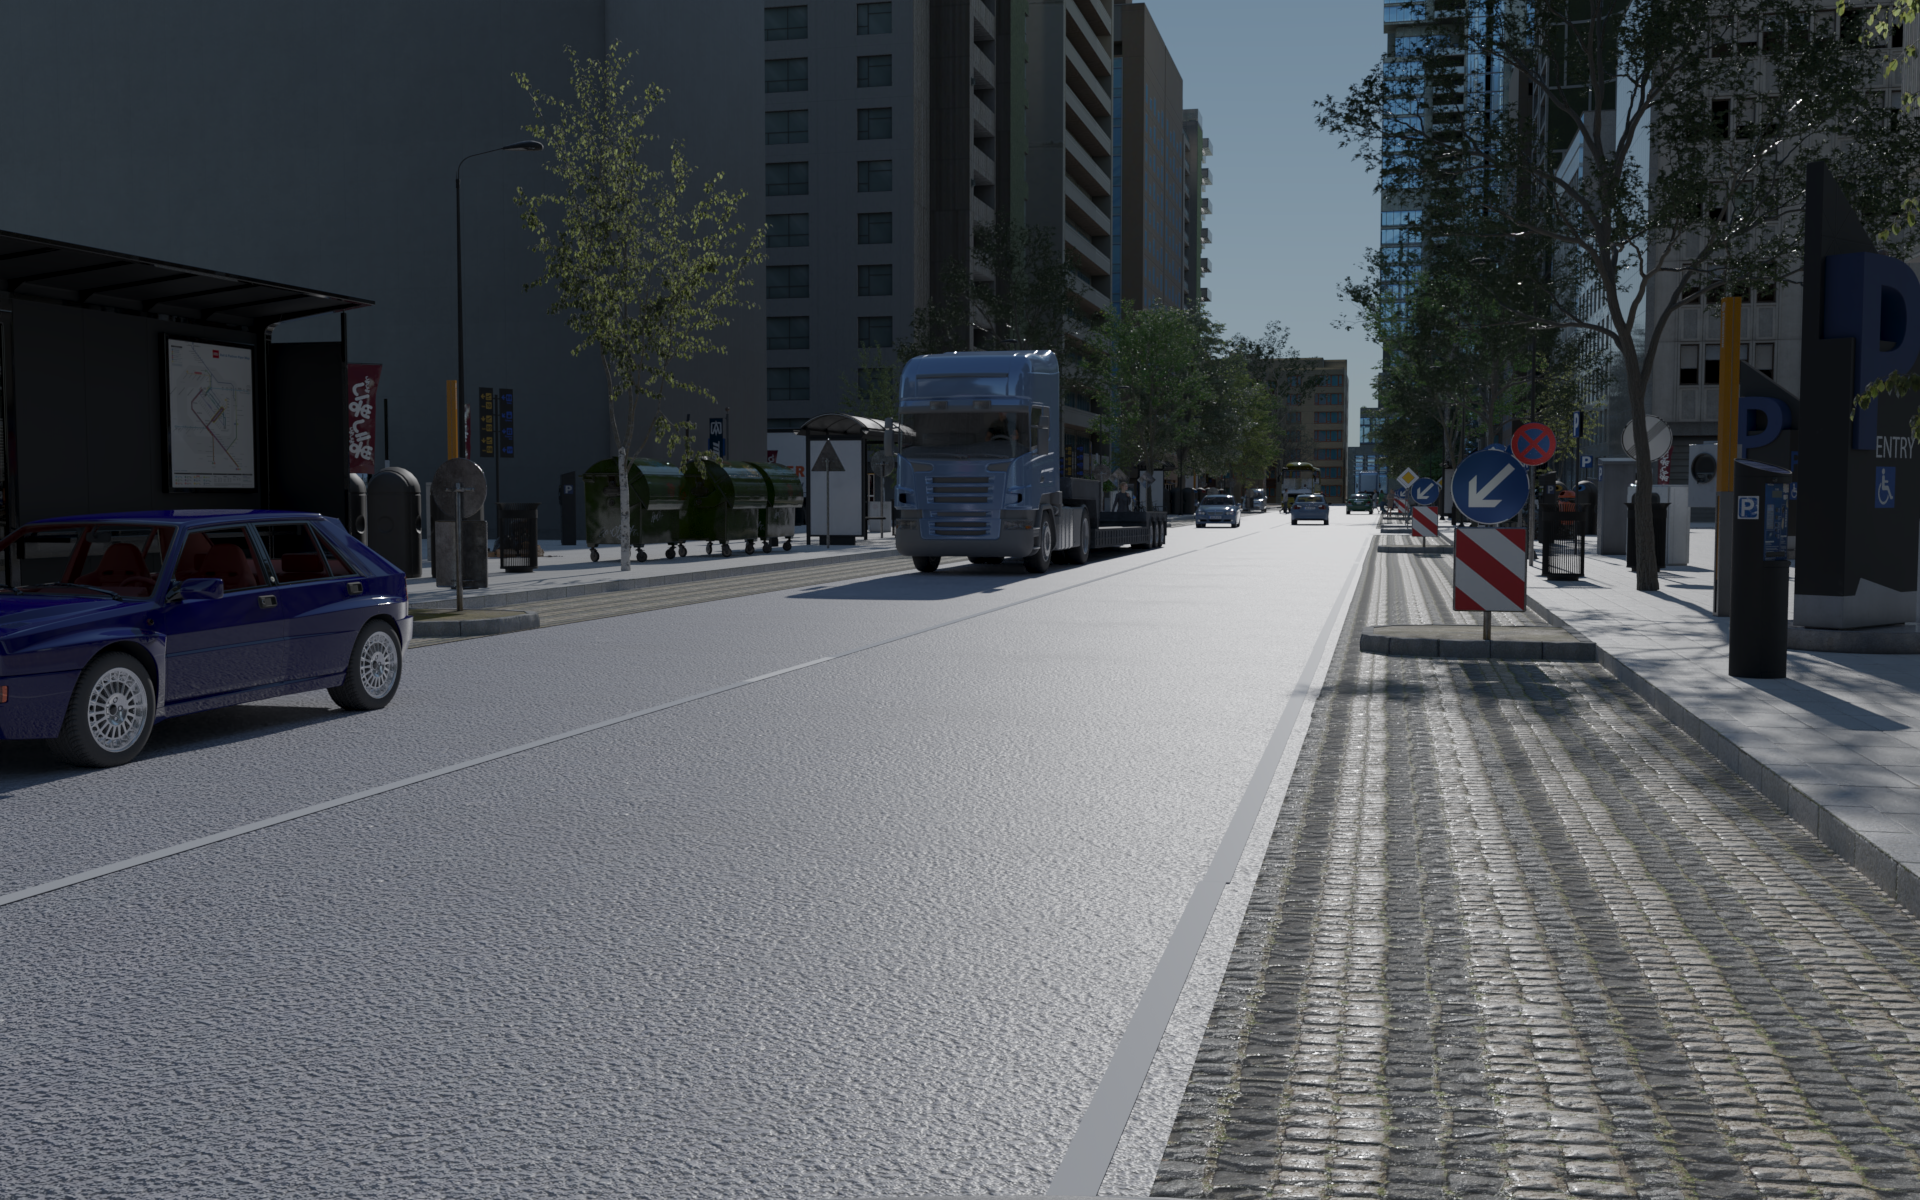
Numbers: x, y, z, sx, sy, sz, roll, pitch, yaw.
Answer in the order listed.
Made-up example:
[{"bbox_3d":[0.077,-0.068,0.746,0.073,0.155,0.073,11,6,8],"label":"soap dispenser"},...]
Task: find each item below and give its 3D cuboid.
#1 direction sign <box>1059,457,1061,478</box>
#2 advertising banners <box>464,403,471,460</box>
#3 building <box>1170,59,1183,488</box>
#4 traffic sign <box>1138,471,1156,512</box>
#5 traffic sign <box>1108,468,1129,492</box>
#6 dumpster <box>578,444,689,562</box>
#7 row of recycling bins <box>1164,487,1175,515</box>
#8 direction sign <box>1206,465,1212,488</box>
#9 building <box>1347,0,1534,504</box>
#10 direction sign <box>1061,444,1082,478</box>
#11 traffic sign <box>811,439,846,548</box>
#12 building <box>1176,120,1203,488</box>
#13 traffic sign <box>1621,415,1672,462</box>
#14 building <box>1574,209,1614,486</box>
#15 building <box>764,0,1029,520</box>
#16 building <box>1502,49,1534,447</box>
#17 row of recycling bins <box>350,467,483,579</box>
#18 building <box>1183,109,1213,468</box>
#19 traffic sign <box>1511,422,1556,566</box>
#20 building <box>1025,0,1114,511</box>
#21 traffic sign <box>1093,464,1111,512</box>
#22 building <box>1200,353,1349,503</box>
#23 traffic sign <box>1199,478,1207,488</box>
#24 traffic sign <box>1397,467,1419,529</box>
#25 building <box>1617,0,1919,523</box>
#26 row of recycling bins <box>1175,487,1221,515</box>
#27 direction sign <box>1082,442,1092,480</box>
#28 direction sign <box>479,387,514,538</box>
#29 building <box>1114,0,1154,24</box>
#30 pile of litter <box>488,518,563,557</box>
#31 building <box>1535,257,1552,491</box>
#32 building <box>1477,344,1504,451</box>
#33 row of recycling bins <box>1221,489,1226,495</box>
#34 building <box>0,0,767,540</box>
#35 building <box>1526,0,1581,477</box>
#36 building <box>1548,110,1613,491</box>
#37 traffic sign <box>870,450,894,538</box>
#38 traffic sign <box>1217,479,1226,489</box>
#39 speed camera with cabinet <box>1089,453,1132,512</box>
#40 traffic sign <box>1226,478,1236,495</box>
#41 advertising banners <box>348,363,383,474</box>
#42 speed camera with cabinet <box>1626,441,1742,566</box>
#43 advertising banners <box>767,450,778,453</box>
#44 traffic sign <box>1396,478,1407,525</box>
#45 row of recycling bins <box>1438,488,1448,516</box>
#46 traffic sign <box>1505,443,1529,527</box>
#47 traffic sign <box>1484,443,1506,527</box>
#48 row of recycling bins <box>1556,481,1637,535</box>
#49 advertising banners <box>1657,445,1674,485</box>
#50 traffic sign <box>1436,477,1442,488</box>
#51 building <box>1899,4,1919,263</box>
[{"bbox_3d":[5.942,-6.938,105.427,0.876,3.537,0.379,-2,4,-32],"label":"direction sign"},{"bbox_3d":[-10.005,-2.319,34.111,0.090,3.025,2.074,-3,4,-36],"label":"advertising banners"},{"bbox_3d":[14.280,-31.929,172.154,14.600,45.320,14.200,1,4,14],"label":"building"},{"bbox_3d":[8.007,-4.328,74.407,0.795,2.450,0.064,1,4,14],"label":"traffic sign"},{"bbox_3d":[6.093,-3.854,66.653,0.795,2.450,0.064,1,4,14],"label":"traffic sign"},{"bbox_3d":[-6.271,-1.884,33.291,1.502,2.255,1.985,1,4,14],"label":"dumpster"},{"bbox_3d":[12.584,-6.434,112.311,1.069,1.692,3.534,2,4,29],"label":"row of recycling bins"},{"bbox_3d":[17.902,-8.112,124.634,0.379,3.537,0.876,-1,4,-19],"label":"direction sign"},{"bbox_3d":[70.341,-56.713,239.931,31.000,86.520,22.319,1,4,14],"label":"building"},{"bbox_3d":[5.203,-5.322,79.008,0.876,3.537,0.379,1,4,17],"label":"direction sign"},{"bbox_3d":[-3.108,-2.493,40.761,0.884,2.594,0.081,1,4,21],"label":"traffic sign"},{"bbox_3d":[18.162,-30.732,186.067,14.154,41.232,14.086,1,4,14],"label":"building"},{"bbox_3d":[11.019,-1.697,27.857,0.768,2.556,0.104,1,4,16],"label":"traffic sign"},{"bbox_3d":[41.080,-14.845,97.468,10.420,20.320,16.860,1,4,14],"label":"building"},{"bbox_3d":[-4.641,-19.578,91.807,14.160,30.474,14.107,1,4,14],"label":"building"},{"bbox_3d":[61.407,-31.837,170.645,14.600,45.320,14.200,1,4,14],"label":"building"},{"bbox_3d":[-9.081,-1.194,26.633,3.534,1.692,1.069,0,4,1],"label":"row of recycling bins"},{"bbox_3d":[14.431,-35.983,207.935,30.456,49.044,23.786,1,4,14],"label":"building"},{"bbox_3d":[10.192,-1.879,30.829,0.768,2.556,0.104,1,4,18],"label":"traffic sign"},{"bbox_3d":[-1.140,-30.673,125.212,21.300,48.544,21.600,1,4,14],"label":"building"},{"bbox_3d":[6.072,-4.532,74.207,0.768,2.556,0.104,1,4,19],"label":"traffic sign"},{"bbox_3d":[41.542,-24.931,252.660,28.899,21.520,27.650,1,4,14],"label":"building"},{"bbox_3d":[18.972,-8.286,135.577,0.768,2.556,0.104,1,4,14],"label":"traffic sign"},{"bbox_3d":[16.570,-3.695,64.057,0.795,2.450,0.064,1,4,14],"label":"traffic sign"},{"bbox_3d":[41.421,-16.017,79.897,19.932,24.808,12.078,1,4,14],"label":"building"},{"bbox_3d":[16.132,-6.808,118.416,3.534,1.692,1.069,-3,5,-43],"label":"row of recycling bins"},{"bbox_3d":[5.663,-5.092,75.256,0.379,3.537,0.876,1,4,10],"label":"direction sign"},{"bbox_3d":[-9.903,-2.757,37.067,0.379,3.537,0.876,3,4,36],"label":"direction sign"},{"bbox_3d":[10.803,-31.066,158.045,14.600,45.320,14.200,1,4,14],"label":"building"},{"bbox_3d":[-9.016,-1.308,35.350,1.719,0.858,1.176,1,4,17],"label":"pile of litter"},{"bbox_3d":[51.100,-18.548,132.940,12.332,23.373,15.834,1,4,14],"label":"building"},{"bbox_3d":[72.182,-21.165,191.082,27.650,21.520,28.899,1,4,14],"label":"building"},{"bbox_3d":[21.453,-8.417,144.735,1.069,1.692,3.534,1,4,23],"label":"row of recycling bins"},{"bbox_3d":[-19.518,-16.102,56.768,24.014,27.812,14.314,1,4,14],"label":"building"},{"bbox_3d":[59.379,-43.641,151.790,20.563,71.187,20.611,1,4,14],"label":"building"},{"bbox_3d":[46.578,-18.192,115.467,12.078,24.808,19.932,1,4,14],"label":"building"},{"bbox_3d":[-2.264,-3.060,50.139,0.768,2.556,0.104,1,4,23],"label":"traffic sign"},{"bbox_3d":[22.412,-9.067,148.352,0.768,2.556,0.104,1,4,22],"label":"traffic sign"},{"bbox_3d":[7.331,-5.505,84.350,2.038,3.252,0.660,0,4,-2],"label":"speed camera with cabinet"},{"bbox_3d":[21.625,-8.450,138.267,0.768,2.556,0.104,1,4,15],"label":"traffic sign"},{"bbox_3d":[-8.650,-1.629,22.819,2.074,3.025,0.090,-2,4,-29],"label":"advertising banners"},{"bbox_3d":[12.886,-2.235,30.883,0.660,3.252,2.038,-2,4,-26],"label":"speed camera with cabinet"},{"bbox_3d":[-8.243,-4.445,68.857,2.074,3.025,0.090,0,4,6],"label":"advertising banners"},{"bbox_3d":[18.483,-4.169,71.810,0.795,2.450,0.064,1,4,14],"label":"traffic sign"},{"bbox_3d":[30.649,-6.133,107.379,1.069,1.692,3.534,0,4,-7],"label":"row of recycling bins"},{"bbox_3d":[13.066,-2.463,40.381,0.768,2.556,0.104,2,4,23],"label":"traffic sign"},{"bbox_3d":[13.463,-2.659,43.587,0.768,2.556,0.104,1,4,19],"label":"traffic sign"},{"bbox_3d":[19.966,-2.889,54.351,1.069,1.692,3.534,-3,5,-44],"label":"row of recycling bins"},{"bbox_3d":[24.592,-4.052,62.443,2.074,3.025,0.090,1,4,16],"label":"advertising banners"},{"bbox_3d":[31.974,-6.957,114.937,0.795,2.450,0.064,1,4,18],"label":"traffic sign"},{"bbox_3d":[31.931,-26.580,23.819,28.713,52.752,27.495,1,4,14],"label":"building"}]
